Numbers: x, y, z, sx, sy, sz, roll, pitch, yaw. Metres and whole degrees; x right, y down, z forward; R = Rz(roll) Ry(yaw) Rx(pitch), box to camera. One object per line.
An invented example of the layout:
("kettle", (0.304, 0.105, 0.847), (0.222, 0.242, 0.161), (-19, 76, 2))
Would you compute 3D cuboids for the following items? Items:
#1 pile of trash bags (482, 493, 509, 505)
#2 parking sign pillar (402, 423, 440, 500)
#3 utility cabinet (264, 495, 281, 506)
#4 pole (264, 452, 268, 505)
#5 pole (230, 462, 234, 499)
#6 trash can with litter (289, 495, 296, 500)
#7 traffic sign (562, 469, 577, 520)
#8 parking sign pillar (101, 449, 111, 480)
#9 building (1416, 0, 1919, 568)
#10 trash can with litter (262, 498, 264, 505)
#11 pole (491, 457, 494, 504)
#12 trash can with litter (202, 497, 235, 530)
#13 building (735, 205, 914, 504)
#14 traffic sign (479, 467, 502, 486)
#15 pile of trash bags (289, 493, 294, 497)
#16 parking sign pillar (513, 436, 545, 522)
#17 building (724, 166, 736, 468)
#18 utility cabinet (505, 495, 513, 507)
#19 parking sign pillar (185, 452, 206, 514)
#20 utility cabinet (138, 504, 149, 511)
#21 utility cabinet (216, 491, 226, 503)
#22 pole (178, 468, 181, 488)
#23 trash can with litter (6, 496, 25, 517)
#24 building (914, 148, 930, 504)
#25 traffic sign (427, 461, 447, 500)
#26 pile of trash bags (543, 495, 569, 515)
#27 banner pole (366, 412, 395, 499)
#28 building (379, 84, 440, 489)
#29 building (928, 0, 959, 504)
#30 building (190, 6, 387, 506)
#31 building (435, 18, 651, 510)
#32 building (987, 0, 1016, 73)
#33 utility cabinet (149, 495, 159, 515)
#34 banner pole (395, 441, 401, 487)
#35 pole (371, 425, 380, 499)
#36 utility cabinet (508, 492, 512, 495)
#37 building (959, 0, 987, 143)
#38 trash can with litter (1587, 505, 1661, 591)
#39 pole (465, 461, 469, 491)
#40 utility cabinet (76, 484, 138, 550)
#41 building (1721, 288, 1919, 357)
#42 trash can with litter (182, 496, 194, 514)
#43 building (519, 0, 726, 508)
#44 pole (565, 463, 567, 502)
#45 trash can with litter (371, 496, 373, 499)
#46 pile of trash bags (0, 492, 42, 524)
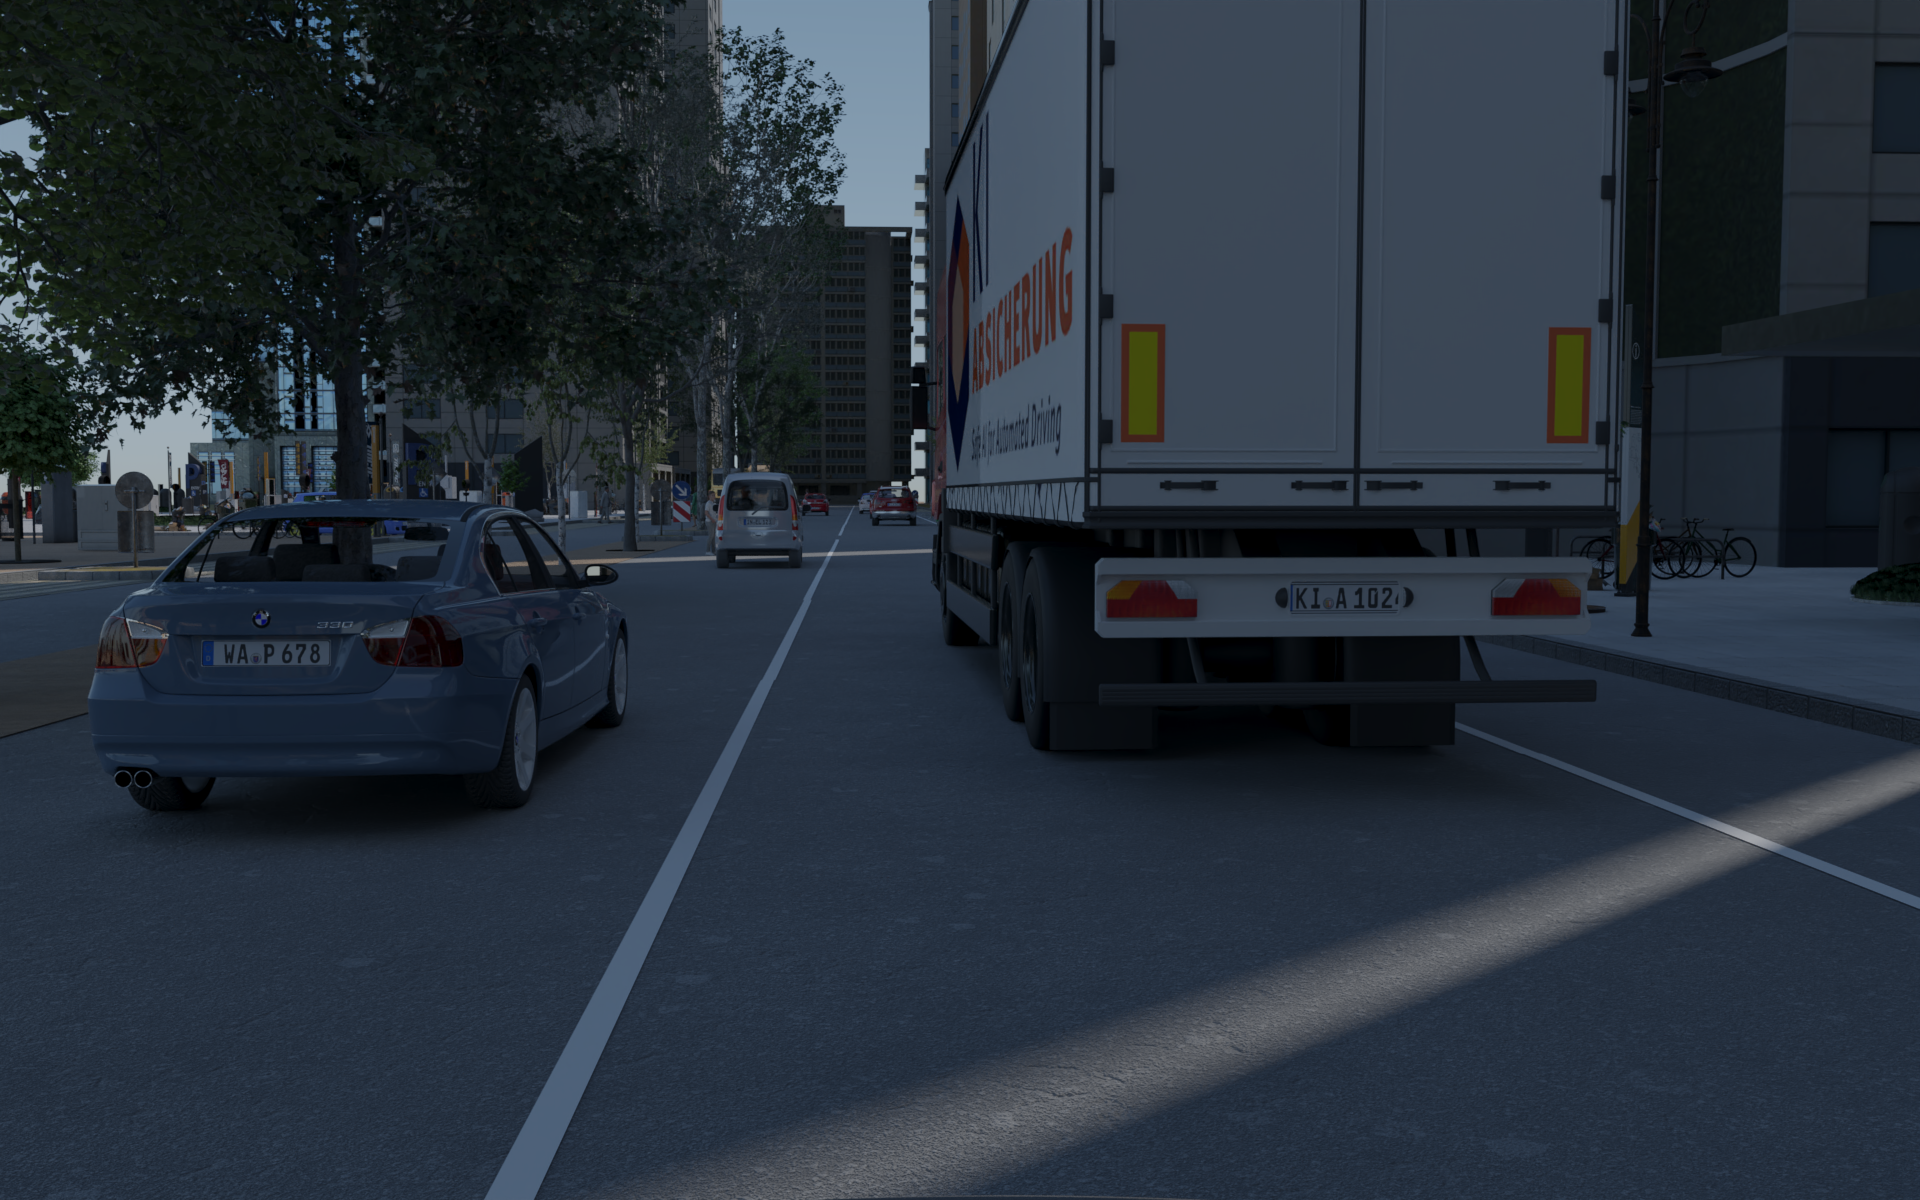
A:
("pile of trash bags", (-27.651, -5.613, 101.520), (1.912, 1.369, 3.447), (2, 4, 30))
("parking sign pillar", (-20.590, -4.753, 66.188), (1.447, 3.967, 1.447), (-3, 4, -37))
("utility cabinet", (-37.402, -5.096, 94.485), (0.306, 1.237, 1.020), (3, 5, 40))
("pole", (-33.756, -5.534, 84.316), (0.158, 3.312, 0.155), (0, 3, 0))
("pole", (-47.800, -7.300, 113.204), (0.158, 3.312, 0.155), (0, 3, 0))
("trash can with litter", (-38.654, -5.415, 99.593), (2.233, 1.210, 1.678), (0, 4, -4))
("traffic sign", (-19.543, -5.290, 86.605), (0.768, 2.556, 0.104), (0, 4, 3))
("parking sign pillar", (-51.298, -7.071, 104.083), (1.447, 3.967, 1.447), (-1, 4, -21))
("building", (15.430, -36.698, 38.260), (20.563, 71.187, 20.611), (0, 4, -3))
("trash can with litter", (-51.877, -7.195, 129.018), (1.055, 1.170, 0.624), (1, 4, 10))
("pole", (-24.314, -5.879, 89.969), (0.158, 3.312, 0.155), (0, 3, 0))
("trash can with litter", (-25.474, -2.941, 59.478), (1.055, 1.170, 0.624), (0, 4, 1))
("building", (-18.345, -33.247, 235.464), (23.993, 40.220, 32.217), (0, 4, -3))
("traffic sign", (-16.318, -3.460, 60.218), (0.795, 2.450, 0.064), (0, 4, -3))
("pile of trash bags", (-46.991, -6.787, 120.715), (1.912, 1.369, 3.447), (-2, 4, -31))
("parking sign pillar", (-19.883, -5.578, 79.665), (1.447, 3.967, 1.447), (-2, 4, -27))
("building", (-36.918, -35.203, 225.685), (14.200, 45.320, 14.600), (0, 4, -3))
("utility cabinet", (-24.117, -5.046, 93.660), (0.306, 1.237, 1.020), (2, 4, 32))
("parking sign pillar", (-49.044, -7.501, 111.120), (1.447, 3.967, 1.447), (1, 4, 21))
("utility cabinet", (-40.036, -4.634, 84.438), (1.173, 1.500, 0.318), (2, 4, 32))
("utility cabinet", (-50.311, -6.682, 117.930), (0.318, 1.500, 1.173), (0, 4, -6))
("pole", (-60.017, -8.524, 133.206), (0.158, 3.312, 0.155), (0, 3, 0))
("trash can with litter", (-52.095, -5.164, 95.497), (1.678, 1.210, 2.233), (0, 4, -7))
("building", (9.050, -37.517, 233.009), (30.456, 49.044, 23.786), (0, 4, -3))
("traffic sign", (-15.858, -2.973, 52.247), (0.795, 2.450, 0.064), (0, 4, -3))
("pile of trash bags", (-24.578, -5.875, 105.814), (1.912, 1.369, 3.447), (1, 4, 21))
("banner pole", (-17.753, -3.824, 52.534), (0.863, 3.779, 0.401), (-3, 5, -42))
("building", (-34.922, -43.123, 143.319), (20.563, 71.187, 20.611), (0, 4, -3))
("building", (7.015, -40.061, 196.994), (21.231, 58.520, 28.212), (0, 4, -3))
("building", (-81.282, -55.862, 226.008), (31.000, 86.520, 22.319), (0, 4, -3))
("building", (-36.509, -44.378, 163.834), (20.563, 71.187, 20.611), (0, 4, -3))
("building", (15.873, -31.273, 100.558), (28.713, 52.752, 27.495), (0, 4, -3))
("utility cabinet", (-46.411, -5.406, 99.542), (0.306, 1.237, 1.020), (0, 4, -1))
("banner pole", (-23.429, -4.996, 71.703), (0.863, 3.779, 0.401), (3, 4, 36))
("pole", (-17.349, -3.524, 51.459), (0.158, 3.312, 0.155), (0, 3, 0))
("utility cabinet", (-32.727, -7.197, 126.349), (0.318, 1.500, 1.173), (-1, 4, -18))
("building", (7.201, -29.298, 129.128), (14.600, 45.320, 14.200), (0, 4, -3))
("trash can with litter", (8.697, -0.709, 22.987), (1.055, 1.170, 0.624), (1, 4, 10))
("pole", (-30.460, -6.922, 107.024), (0.158, 3.312, 0.155), (0, 3, 0))
("utility cabinet", (-19.254, -1.857, 39.036), (1.173, 1.500, 0.318), (0, 4, 3))
("building", (19.350, -21.299, 2.863), (22.147, 44.769, 28.867), (0, 4, -3))
("trash can with litter", (-37.180, -4.481, 84.315), (2.233, 1.210, 1.678), (-1, 4, -17))
("building", (-37.959, -46.464, 197.939), (20.611, 71.187, 20.563), (0, 4, -3))
("pole", (-26.041, -7.373, 114.395), (0.158, 3.312, 0.155), (0, 3, 0))
("trash can with litter", (-40.608, -6.555, 118.557), (0.624, 1.170, 1.055), (2, 4, 28))
("pile of trash bags", (-38.736, -3.894, 73.415), (3.447, 1.369, 1.912), (-3, 5, -40))
